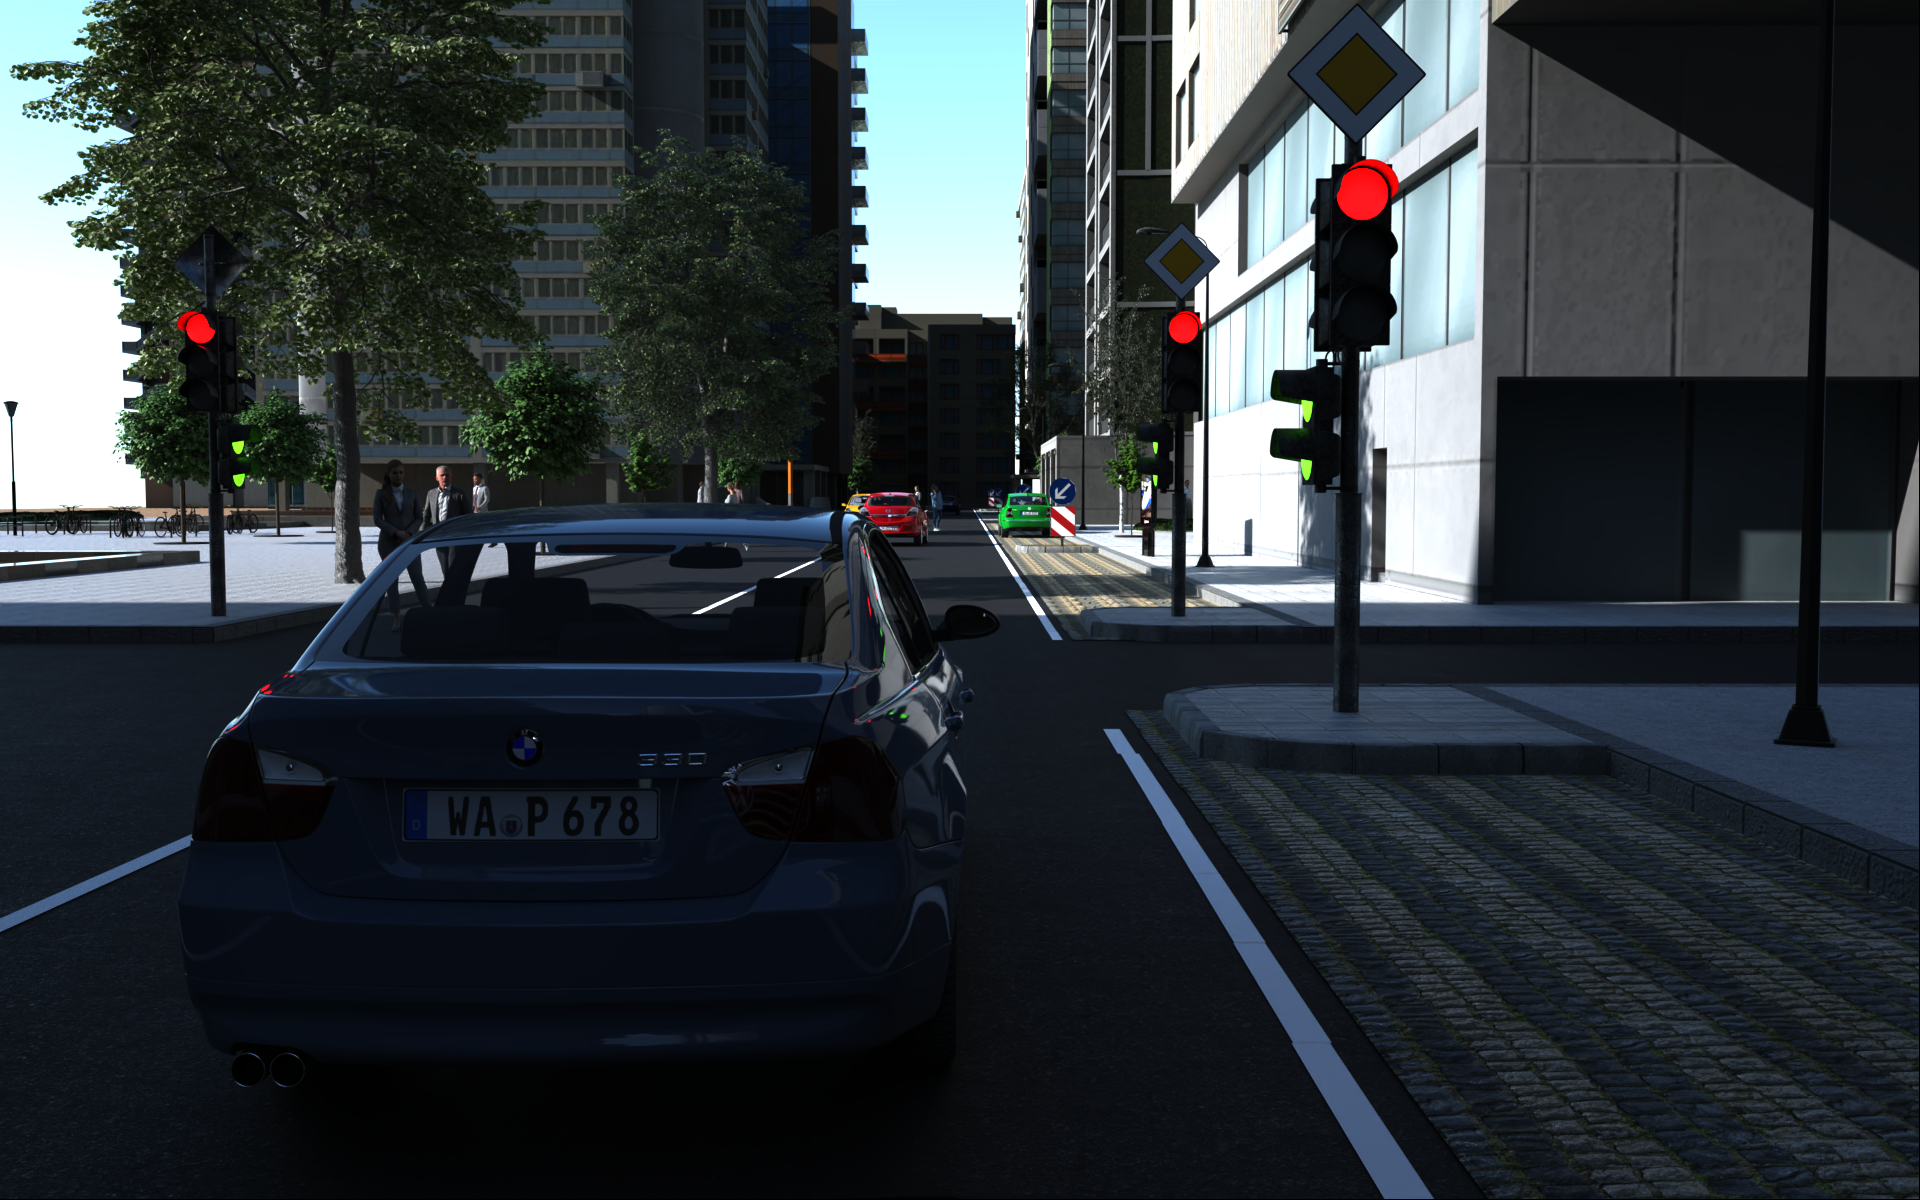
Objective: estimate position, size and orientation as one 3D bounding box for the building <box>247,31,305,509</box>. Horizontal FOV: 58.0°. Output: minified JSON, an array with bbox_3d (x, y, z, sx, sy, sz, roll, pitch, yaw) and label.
[{"bbox_3d":[-49.762,-32.662,157.723,21.600,48.544,21.300,0,3,0],"label":"building"}]

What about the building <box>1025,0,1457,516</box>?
[{"bbox_3d":[18.786,-33.089,130.250,28.713,52.752,27.495,0,3,0],"label":"building"}]

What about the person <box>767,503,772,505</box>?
[{"bbox_3d":[-6.138,-2.517,55.158,1.012,1.151,0.738,2,4,32],"label":"person"}]

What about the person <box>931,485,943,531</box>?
[{"bbox_3d":[-0.908,-3.589,67.449,0.793,1.790,0.793,1,4,9],"label":"person"}]

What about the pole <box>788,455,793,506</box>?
[{"bbox_3d":[-7.609,-5.132,77.752,0.158,3.312,0.155,0,3,0],"label":"pole"}]

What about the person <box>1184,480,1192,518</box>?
[{"bbox_3d":[8.277,-3.507,63.602,0.478,1.798,0.641,-2,4,-23],"label":"person"}]

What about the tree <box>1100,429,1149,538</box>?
[{"bbox_3d":[4.972,-3.476,51.438,1.663,3.219,1.824,0,3,0],"label":"tree"}]

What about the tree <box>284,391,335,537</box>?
[{"bbox_3d":[-20.555,-4.197,52.335,4.285,4.588,4.351,0,3,0],"label":"tree"}]

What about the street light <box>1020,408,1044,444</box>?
[{"bbox_3d":[3.923,-7.382,93.243,1.470,5.913,1.316,0,3,0],"label":"street light"}]

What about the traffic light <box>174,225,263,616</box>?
[{"bbox_3d":[-7.783,-1.785,18.106,0.839,4.253,0.868,0,3,0],"label":"traffic light"}]

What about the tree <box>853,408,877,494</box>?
[{"bbox_3d":[-8.610,-11.772,142.828,4.360,8.622,3.978,0,3,0],"label":"tree"}]

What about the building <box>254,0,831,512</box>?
[{"bbox_3d":[-24.561,-25.278,105.180,32.217,40.220,23.993,0,3,0],"label":"building"}]

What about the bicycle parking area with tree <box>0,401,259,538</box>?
[{"bbox_3d":[-26.720,-4.065,53.464,8.231,4.147,9.016,1,4,12],"label":"bicycle parking area with tree"}]

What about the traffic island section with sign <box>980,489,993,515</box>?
[{"bbox_3d":[2.554,-6.837,120.406,1.989,1.847,2.006,0,3,0],"label":"traffic island section with sign"}]

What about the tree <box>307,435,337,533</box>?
[{"bbox_3d":[-20.648,-3.829,57.199,1.663,3.219,1.824,0,3,0],"label":"tree"}]

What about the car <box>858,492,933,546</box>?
[{"bbox_3d":[-1.871,-2.452,49.123,2.155,1.783,4.494,0,4,2],"label":"car"}]

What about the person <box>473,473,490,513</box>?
[{"bbox_3d":[-11.457,-2.148,41.434,0.678,1.792,0.850,3,4,37],"label":"person"}]

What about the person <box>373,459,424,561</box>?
[{"bbox_3d":[-5.762,-0.562,17.966,0.520,1.790,0.573,-3,5,-44],"label":"person"}]

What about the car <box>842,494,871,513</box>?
[{"bbox_3d":[-4.236,-4.116,77.512,2.015,1.641,3.980,0,4,1],"label":"car"}]

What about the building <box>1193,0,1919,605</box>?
[{"bbox_3d":[18.273,-26.927,29.500,27.495,52.752,28.713,0,3,0],"label":"building"}]

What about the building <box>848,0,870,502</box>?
[{"bbox_3d":[-23.736,-32.857,156.819,30.456,49.044,23.786,0,3,0],"label":"building"}]

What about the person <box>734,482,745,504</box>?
[{"bbox_3d":[-8.469,-3.642,66.187,0.593,1.750,0.643,0,4,4],"label":"person"}]

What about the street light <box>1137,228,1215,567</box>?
[{"bbox_3d":[3.778,-3.536,30.352,1.470,5.913,1.316,0,3,0],"label":"street light"}]

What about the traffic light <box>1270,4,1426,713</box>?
[{"bbox_3d":[2.260,-1.296,10.115,0.839,4.253,0.868,0,3,0],"label":"traffic light"}]

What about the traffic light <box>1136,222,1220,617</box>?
[{"bbox_3d":[2.278,-1.785,18.100,0.839,4.253,0.868,0,3,0],"label":"traffic light"}]

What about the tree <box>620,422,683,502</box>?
[{"bbox_3d":[-8.562,-3.183,46.651,1.663,3.219,1.824,0,3,0],"label":"tree"}]

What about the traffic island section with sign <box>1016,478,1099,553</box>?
[{"bbox_3d":[2.385,-2.091,42.812,1.989,1.847,2.006,0,3,0],"label":"traffic island section with sign"}]

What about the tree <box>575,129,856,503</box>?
[{"bbox_3d":[-8.774,-9.475,61.573,9.857,13.997,8.962,0,3,0],"label":"tree"}]

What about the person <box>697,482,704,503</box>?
[{"bbox_3d":[-10.802,-4.088,73.074,0.583,1.804,0.606,-1,4,-14],"label":"person"}]

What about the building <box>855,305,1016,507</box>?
[{"bbox_3d":[-8.748,-21.123,190.394,28.899,21.520,27.650,0,3,0],"label":"building"}]

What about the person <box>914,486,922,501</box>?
[{"bbox_3d":[-1.952,-4.096,75.736,0.520,1.790,0.573,3,4,37],"label":"person"}]

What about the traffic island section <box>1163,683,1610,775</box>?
[{"bbox_3d":[2.300,0.737,10.229,2.009,0.180,2.903,0,3,0],"label":"traffic island section"}]

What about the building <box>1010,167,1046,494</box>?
[{"bbox_3d":[20.797,-28.406,156.324,32.217,40.220,23.993,0,3,0],"label":"building"}]

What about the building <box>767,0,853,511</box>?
[{"bbox_3d":[-15.114,-28.999,124.248,14.600,45.320,14.200,0,3,0],"label":"building"}]

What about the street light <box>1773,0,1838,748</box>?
[{"bbox_3d":[3.820,-2.215,8.761,1.470,5.913,1.316,0,3,0],"label":"street light"}]

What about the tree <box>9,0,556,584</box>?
[{"bbox_3d":[-9.066,-6.492,24.274,7.486,12.596,7.792,0,3,0],"label":"tree"}]

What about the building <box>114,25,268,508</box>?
[{"bbox_3d":[-68.162,-31.307,161.976,14.200,45.320,14.600,0,3,0],"label":"building"}]

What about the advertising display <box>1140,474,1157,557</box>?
[{"bbox_3d":[3.894,-1.868,35.755,0.123,1.923,0.974,0,4,-7],"label":"advertising display"}]

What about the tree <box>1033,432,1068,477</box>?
[{"bbox_3d":[5.428,-6.486,89.757,4.285,4.588,4.351,0,3,0],"label":"tree"}]

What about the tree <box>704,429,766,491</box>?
[{"bbox_3d":[-11.311,-6.364,87.761,4.285,4.588,4.351,0,3,0],"label":"tree"}]

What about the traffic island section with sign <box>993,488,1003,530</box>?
[{"bbox_3d":[2.442,-3.739,69.767,1.989,1.847,2.006,0,3,0],"label":"traffic island section with sign"}]

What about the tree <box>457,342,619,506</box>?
[{"bbox_3d":[-8.772,-3.238,36.656,4.285,4.588,4.351,0,3,0],"label":"tree"}]

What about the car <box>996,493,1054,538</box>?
[{"bbox_3d":[2.208,-3.009,57.996,1.959,1.807,4.718,0,4,-1],"label":"car"}]

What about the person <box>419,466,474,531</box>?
[{"bbox_3d":[-6.252,-0.746,21.087,0.661,1.777,0.834,0,4,-2],"label":"person"}]

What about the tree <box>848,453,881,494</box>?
[{"bbox_3d":[-7.981,-9.377,137.030,4.285,4.588,4.351,0,3,0],"label":"tree"}]

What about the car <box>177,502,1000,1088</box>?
[{"bbox_3d":[-0.864,0.391,5.615,2.014,1.417,4.499,0,3,0],"label":"car"}]

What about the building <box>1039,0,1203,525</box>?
[{"bbox_3d":[14.242,-38.934,74.825,20.563,71.187,20.611,0,3,0],"label":"building"}]

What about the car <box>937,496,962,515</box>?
[{"bbox_3d":[-0.859,-6.434,117.770,1.945,1.354,3.894,0,4,2],"label":"car"}]

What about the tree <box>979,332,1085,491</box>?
[{"bbox_3d":[4.808,-10.059,98.869,8.767,10.594,7.601,1,4,15],"label":"tree"}]

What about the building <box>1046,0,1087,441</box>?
[{"bbox_3d":[12.427,-26.049,109.500,14.154,41.232,14.086,0,3,0],"label":"building"}]

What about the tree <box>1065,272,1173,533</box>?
[{"bbox_3d":[5.399,-6.524,57.027,4.360,8.622,3.978,0,3,0],"label":"tree"}]

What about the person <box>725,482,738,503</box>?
[{"bbox_3d":[-5.612,-2.055,42.851,0.760,1.731,0.466,-1,4,-18],"label":"person"}]

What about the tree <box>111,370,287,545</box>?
[{"bbox_3d":[-19.946,-3.723,44.581,4.285,4.588,4.351,0,3,0],"label":"tree"}]

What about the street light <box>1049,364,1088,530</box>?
[{"bbox_3d":[3.863,-5.462,61.843,1.470,5.913,1.316,0,3,0],"label":"street light"}]

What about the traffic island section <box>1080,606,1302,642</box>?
[{"bbox_3d":[2.318,0.249,18.214,2.009,0.180,2.903,0,3,0],"label":"traffic island section"}]
